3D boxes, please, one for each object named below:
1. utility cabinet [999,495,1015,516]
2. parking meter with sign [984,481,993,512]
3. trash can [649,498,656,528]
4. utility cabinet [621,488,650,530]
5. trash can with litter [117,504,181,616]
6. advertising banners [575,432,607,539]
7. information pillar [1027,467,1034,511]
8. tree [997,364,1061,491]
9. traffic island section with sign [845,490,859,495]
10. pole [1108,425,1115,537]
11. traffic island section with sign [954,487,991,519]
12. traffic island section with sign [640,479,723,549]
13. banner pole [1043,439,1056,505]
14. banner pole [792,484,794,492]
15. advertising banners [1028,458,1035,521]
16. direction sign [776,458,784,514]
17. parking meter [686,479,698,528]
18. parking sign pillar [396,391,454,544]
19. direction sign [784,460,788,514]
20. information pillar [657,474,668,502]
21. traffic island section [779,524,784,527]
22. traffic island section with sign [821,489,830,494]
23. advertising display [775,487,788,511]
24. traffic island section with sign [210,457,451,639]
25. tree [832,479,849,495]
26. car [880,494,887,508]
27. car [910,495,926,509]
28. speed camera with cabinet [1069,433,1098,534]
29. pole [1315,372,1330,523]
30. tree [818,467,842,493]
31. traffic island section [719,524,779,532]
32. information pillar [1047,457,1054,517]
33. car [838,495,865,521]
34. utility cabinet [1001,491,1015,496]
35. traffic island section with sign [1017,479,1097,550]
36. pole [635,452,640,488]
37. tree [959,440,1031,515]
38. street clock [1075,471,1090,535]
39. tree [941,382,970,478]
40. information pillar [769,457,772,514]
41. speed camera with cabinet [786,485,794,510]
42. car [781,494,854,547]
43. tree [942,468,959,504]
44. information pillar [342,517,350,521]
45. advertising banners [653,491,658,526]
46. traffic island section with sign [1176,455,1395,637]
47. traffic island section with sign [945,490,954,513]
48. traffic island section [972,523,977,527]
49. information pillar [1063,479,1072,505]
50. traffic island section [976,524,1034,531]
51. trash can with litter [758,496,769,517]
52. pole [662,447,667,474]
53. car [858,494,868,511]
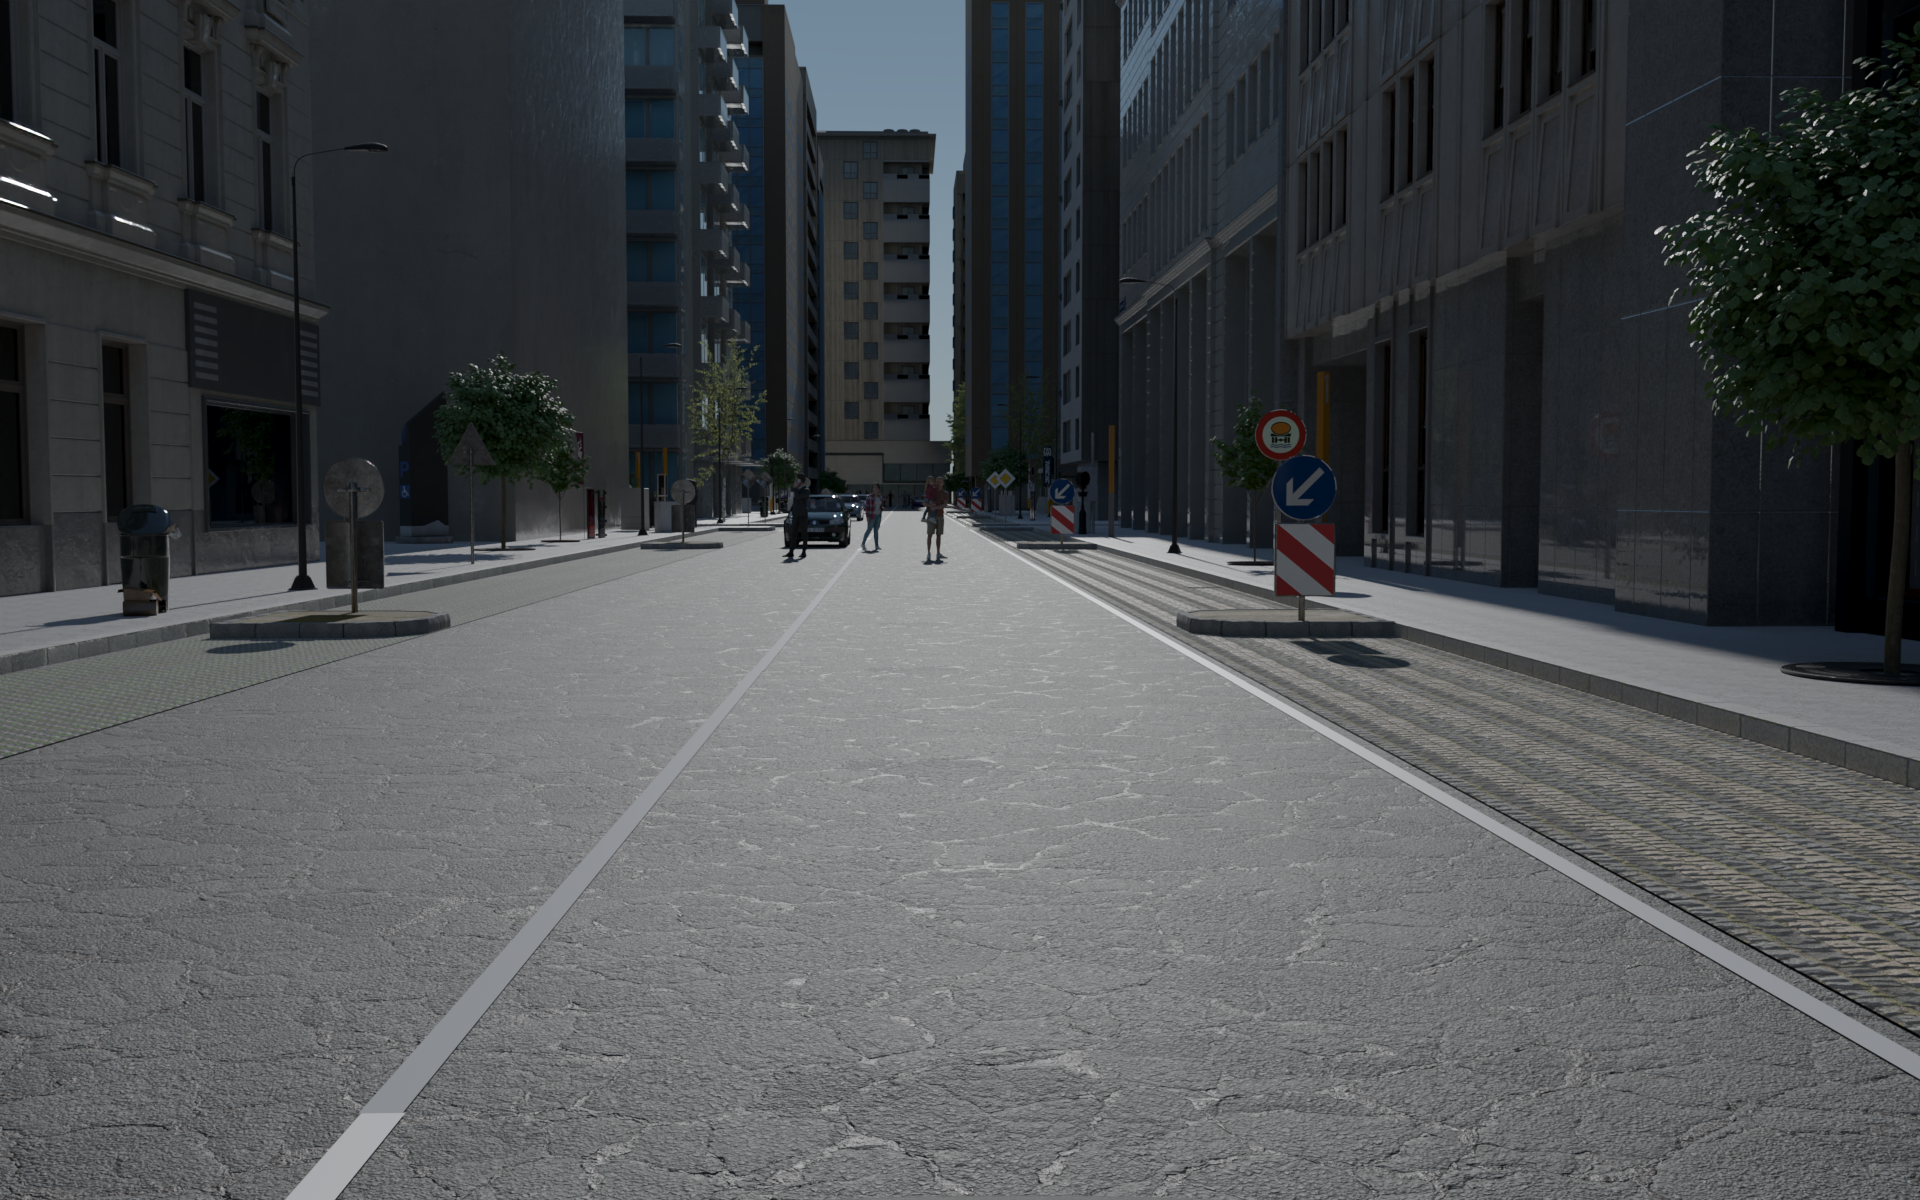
[{"bbox_3d":[2.754,-5.536,101.677,1.020,1.237,0.306,3,5,43],"label":"utility cabinet"},{"bbox_3d":[1.976,-7.704,122.224,0.543,3.016,1.738,-1,4,-12],"label":"parking meter with sign"},{"bbox_3d":[-11.809,-3.274,65.180,0.748,1.137,0.748,0,3,0],"label":"trash can"},{"bbox_3d":[-11.366,-3.176,60.612,1.173,1.500,0.318,3,5,39],"label":"utility cabinet"},{"bbox_3d":[-8.705,-0.440,18.589,0.624,1.170,1.055,-1,4,-23],"label":"trash can with litter"},{"bbox_3d":[-10.625,-3.283,49.866,0.090,3.025,2.074,1,4,12],"label":"advertising banners"},{"bbox_3d":[5.339,-8.525,130.738,0.504,3.616,0.183,-1,4,-13],"label":"information pillar"},{"bbox_3d":[4.328,-9.080,98.816,4.737,8.622,4.395,0,3,0],"label":"tree"},{"bbox_3d":[-11.331,-10.326,177.451,1.989,1.847,2.006,0,4,-2],"label":"traffic island section with sign"},{"bbox_3d":[4.509,-3.528,51.529,0.158,3.312,0.155,0,3,0],"label":"pole"},{"bbox_3d":[0.795,-5.648,100.972,1.989,1.847,2.006,0,4,-2],"label":"traffic island section with sign"},{"bbox_3d":[-7.276,-2.258,45.552,1.989,1.847,2.006,0,4,-2],"label":"traffic island section with sign"},{"bbox_3d":[4.096,-5.413,78.527,0.863,3.779,0.401,2,4,34],"label":"banner pole"},{"bbox_3d":[-14.269,-9.694,148.512,0.401,3.779,0.863,-2,4,-29],"label":"banner pole"},{"bbox_3d":[3.424,-5.302,82.878,0.090,3.025,2.074,0,4,-6],"label":"advertising banners"},{"bbox_3d":[-11.587,-7.252,110.568,0.379,3.537,0.876,0,4,-8],"label":"direction sign"},{"bbox_3d":[-10.178,-3.676,65.814,0.399,1.863,0.255,0,4,4],"label":"parking meter"},{"bbox_3d":[-13.965,-3.462,45.076,1.447,3.967,1.447,2,4,29],"label":"parking sign pillar"},{"bbox_3d":[-11.551,-7.472,114.170,0.379,3.537,0.876,0,4,3],"label":"direction sign"},{"bbox_3d":[-10.921,-3.615,63.591,0.304,2.012,0.304,0,4,5],"label":"information pillar"},{"bbox_3d":[-8.527,-3.263,75.624,2.009,0.180,2.903,0,4,-2],"label":"traffic island section"},{"bbox_3d":[-9.782,-7.250,127.169,1.989,1.847,2.006,0,4,-2],"label":"traffic island section with sign"},{"bbox_3d":[-13.247,-7.546,128.596,0.974,1.923,0.123,1,4,17],"label":"advertising display"},{"bbox_3d":[-6.438,-0.575,18.026,1.989,1.847,2.006,0,4,-2],"label":"traffic island section with sign"},{"bbox_3d":[-15.224,-14.148,225.926,1.663,3.219,1.824,0,3,0],"label":"tree"},{"bbox_3d":[-8.618,-10.482,180.423,2.155,1.783,4.494,0,4,-1],"label":"car"},{"bbox_3d":[-3.822,-9.426,166.700,1.945,1.354,3.894,0,4,-3],"label":"car"},{"bbox_3d":[4.009,-3.801,56.488,0.660,3.252,2.038,0,4,-7],"label":"speed camera with cabinet"},{"bbox_3d":[6.067,-2.150,28.989,0.158,3.312,0.155,0,3,0],"label":"pole"},{"bbox_3d":[-15.781,-13.670,207.225,4.285,4.588,4.351,0,3,0],"label":"tree"},{"bbox_3d":[-8.282,-2.774,67.643,2.009,0.180,2.903,0,4,-2],"label":"traffic island section"},{"bbox_3d":[5.051,-6.413,96.213,0.504,3.616,0.183,-3,5,-44],"label":"information pillar"},{"bbox_3d":[-6.110,-4.963,93.148,2.014,1.417,4.499,0,4,0],"label":"car"},{"bbox_3d":[3.266,-6.664,117.643,0.318,1.500,1.173,-3,5,-39],"label":"utility cabinet"},{"bbox_3d":[2.501,-2.245,45.337,1.989,1.847,2.006,0,4,-2],"label":"traffic island section with sign"},{"bbox_3d":[-15.541,-5.487,83.563,0.158,3.312,0.155,0,3,0],"label":"pole"},{"bbox_3d":[2.897,-7.861,112.248,4.285,4.588,4.351,0,3,0],"label":"tree"},{"bbox_3d":[3.892,-3.080,54.920,0.358,2.002,0.471,3,5,44],"label":"street clock"},{"bbox_3d":[1.851,-14.639,157.467,7.486,12.596,7.792,0,3,0],"label":"tree"},{"bbox_3d":[-12.041,-7.291,110.567,0.183,3.616,0.504,1,4,12],"label":"information pillar"},{"bbox_3d":[-13.105,-8.484,133.044,0.660,3.252,2.038,1,4,19],"label":"speed camera with cabinet"},{"bbox_3d":[-3.931,-2.340,48.044,2.009,1.686,4.222,0,4,-2],"label":"car"},{"bbox_3d":[0.670,-11.557,172.676,4.285,4.588,4.351,0,3,0],"label":"tree"},{"bbox_3d":[-14.854,-2.301,42.107,0.304,2.012,0.304,-2,4,-24],"label":"information pillar"},{"bbox_3d":[-12.452,-4.350,67.314,2.074,3.025,0.090,-1,4,-10],"label":"advertising banners"},{"bbox_3d":[3.338,-0.587,18.221,1.989,1.847,2.006,0,4,-2],"label":"traffic island section with sign"},{"bbox_3d":[-0.036,-7.309,128.129,1.989,1.847,2.006,0,4,-2],"label":"traffic island section with sign"},{"bbox_3d":[1.560,-3.281,75.928,2.009,0.180,2.903,0,4,-2],"label":"traffic island section"},{"bbox_3d":[5.162,-4.823,83.342,0.304,2.012,0.304,-3,4,-37],"label":"information pillar"},{"bbox_3d":[1.805,-2.793,67.947,2.009,0.180,2.903,0,4,-2],"label":"traffic island section"},{"bbox_3d":[-10.870,-5.155,95.667,0.624,1.170,1.055,0,4,-6],"label":"trash can with litter"},{"bbox_3d":[-12.906,-5.012,75.785,0.158,3.312,0.155,0,3,0],"label":"pole"},{"bbox_3d":[-7.182,-7.126,128.520,2.014,1.417,4.499,0,4,0],"label":"car"}]
